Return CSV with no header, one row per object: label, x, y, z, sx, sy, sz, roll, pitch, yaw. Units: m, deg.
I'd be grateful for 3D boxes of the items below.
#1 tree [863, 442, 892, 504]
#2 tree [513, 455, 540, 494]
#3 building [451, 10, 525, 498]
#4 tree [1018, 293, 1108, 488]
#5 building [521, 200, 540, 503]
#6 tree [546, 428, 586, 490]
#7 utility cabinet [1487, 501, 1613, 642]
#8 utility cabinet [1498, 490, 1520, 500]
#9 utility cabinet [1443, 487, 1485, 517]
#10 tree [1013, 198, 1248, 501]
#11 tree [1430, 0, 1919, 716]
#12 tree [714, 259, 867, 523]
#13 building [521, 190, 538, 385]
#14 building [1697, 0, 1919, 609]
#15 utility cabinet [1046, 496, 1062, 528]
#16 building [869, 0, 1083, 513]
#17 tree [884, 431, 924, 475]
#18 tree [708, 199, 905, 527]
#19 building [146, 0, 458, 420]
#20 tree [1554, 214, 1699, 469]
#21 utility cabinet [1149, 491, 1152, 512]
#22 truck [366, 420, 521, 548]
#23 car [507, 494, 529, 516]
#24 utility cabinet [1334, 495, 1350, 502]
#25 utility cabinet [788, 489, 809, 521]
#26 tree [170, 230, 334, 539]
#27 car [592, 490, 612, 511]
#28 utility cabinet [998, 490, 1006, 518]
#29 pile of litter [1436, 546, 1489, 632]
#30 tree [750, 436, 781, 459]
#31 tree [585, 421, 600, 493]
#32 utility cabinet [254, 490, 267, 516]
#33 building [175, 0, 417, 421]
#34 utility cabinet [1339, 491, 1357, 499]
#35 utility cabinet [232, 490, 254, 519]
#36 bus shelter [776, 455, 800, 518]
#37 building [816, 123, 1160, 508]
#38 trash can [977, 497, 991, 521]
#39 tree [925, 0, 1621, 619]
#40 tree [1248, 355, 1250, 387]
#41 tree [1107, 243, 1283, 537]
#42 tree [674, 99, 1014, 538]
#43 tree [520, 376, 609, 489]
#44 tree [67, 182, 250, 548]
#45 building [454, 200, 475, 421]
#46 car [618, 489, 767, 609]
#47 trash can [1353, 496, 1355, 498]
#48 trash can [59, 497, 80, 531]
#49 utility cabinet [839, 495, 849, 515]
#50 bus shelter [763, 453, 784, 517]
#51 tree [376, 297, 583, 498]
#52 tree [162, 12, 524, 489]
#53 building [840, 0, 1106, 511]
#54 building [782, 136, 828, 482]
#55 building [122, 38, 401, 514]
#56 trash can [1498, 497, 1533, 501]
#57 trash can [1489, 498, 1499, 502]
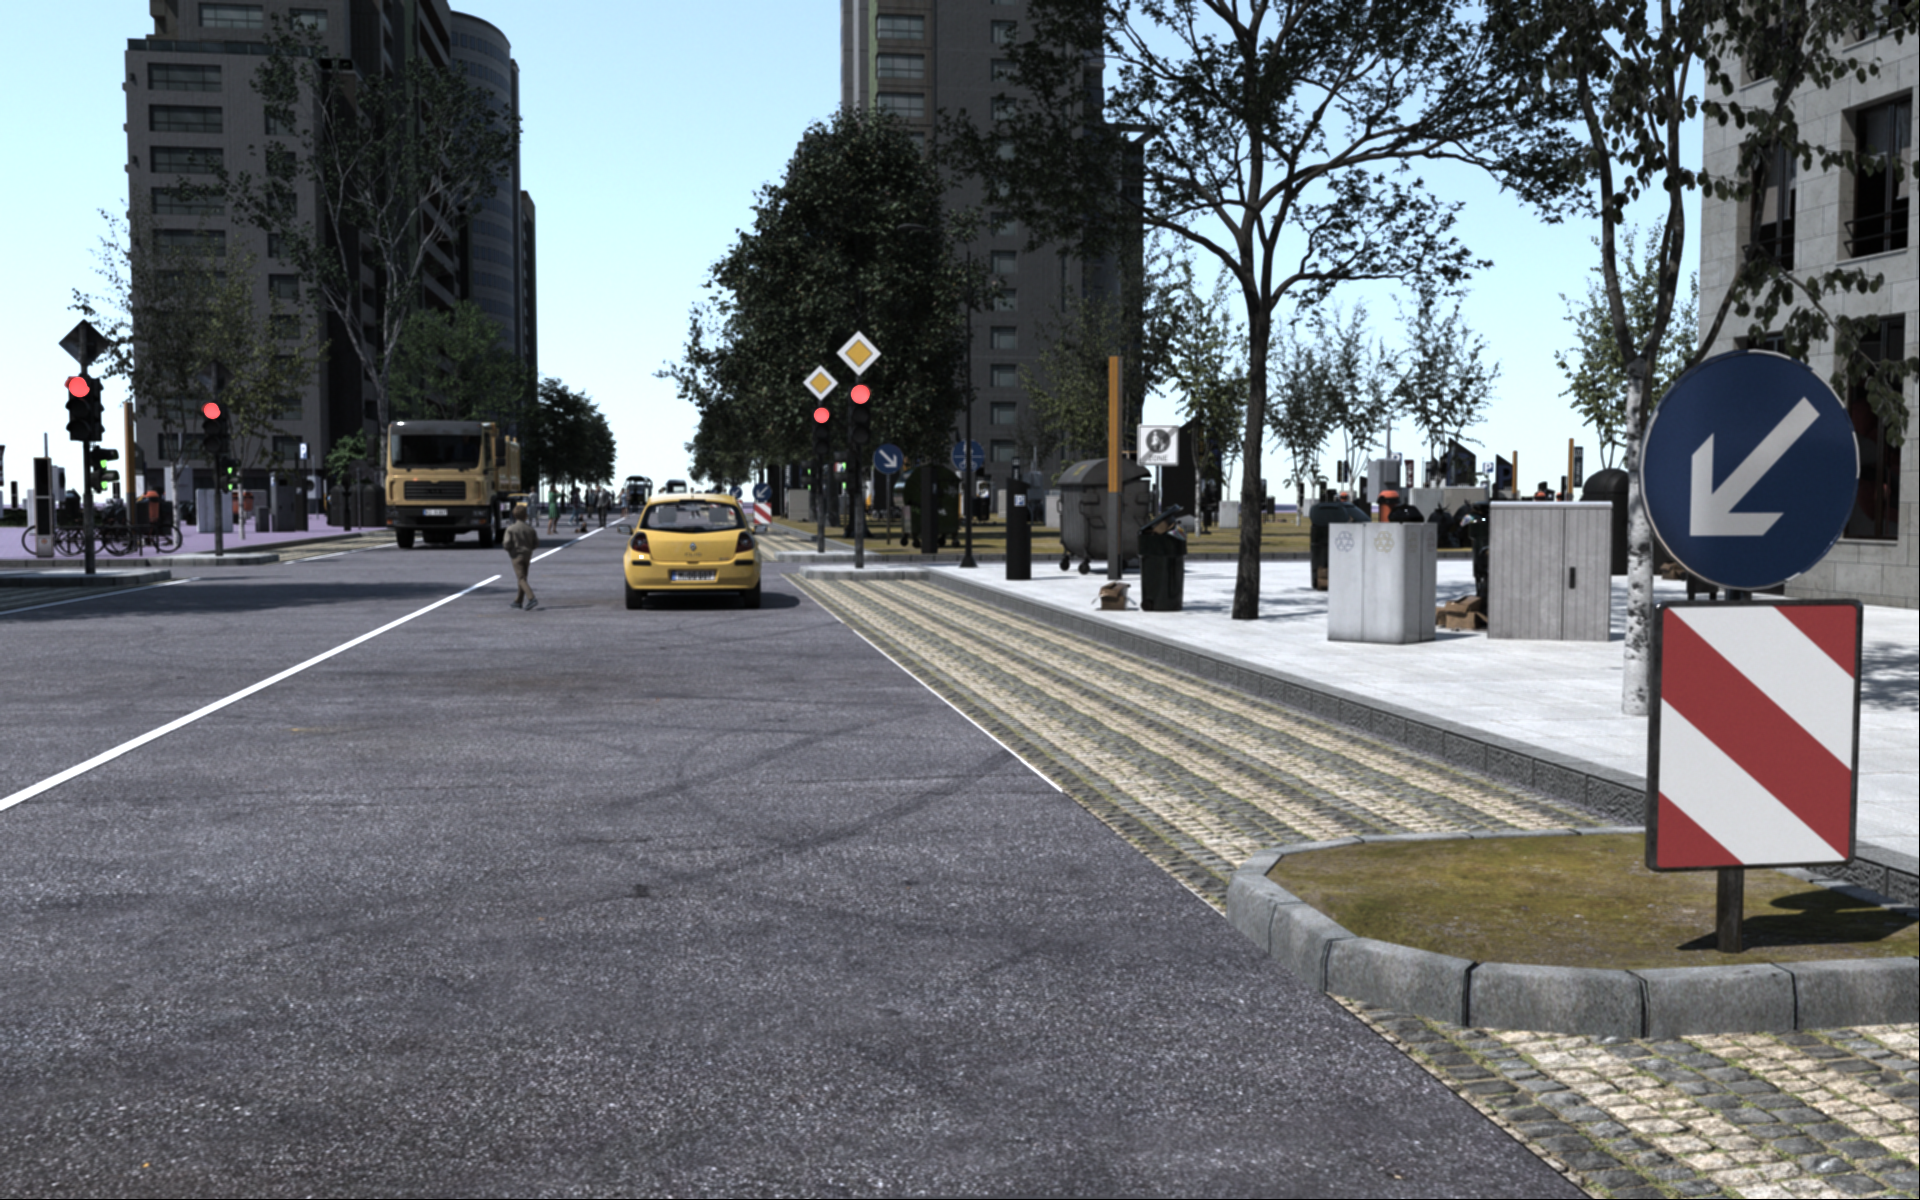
tree,-5.127,-8.886,95.644,4.360,8.622,3.978,0,3,0
tree,-35.899,-9.662,141.688,4.285,4.588,4.351,0,3,0
building,-65.314,-40.908,210.841,21.231,58.520,28.212,-1,4,-9
tree,4.482,-6.862,62.561,4.737,8.622,4.395,0,3,0
building,-64.548,-33.596,232.883,14.154,41.232,14.086,-1,4,-9
tree,-40.404,-13.844,176.716,4.360,8.622,3.978,0,3,0
utility cabinet,5.198,-0.252,15.278,1.020,1.237,0.306,1,4,19
utility cabinet,30.521,-5.364,96.383,1.173,1.500,0.318,0,4,1
utility cabinet,15.074,-2.640,51.836,1.173,1.500,0.318,0,4,2
tree,3.990,-5.583,41.653,4.360,8.622,3.978,0,3,0
tree,3.897,-3.623,9.592,4.360,8.622,3.978,0,3,0
tree,-6.957,-9.749,77.525,7.486,12.596,7.792,0,3,0
building,-67.965,-36.523,247.254,14.600,45.320,14.200,-1,4,-9
building,16.398,-9.827,15.427,10.420,20.320,16.860,-1,4,-9
utility cabinet,3.752,-3.375,66.344,0.306,1.237,1.020,-3,5,-44
building,0.407,-26.823,122.146,14.154,41.232,14.086,-1,4,-9
tree,-3.546,-9.864,111.642,4.737,8.622,4.395,0,3,0
tree,-4.999,-9.825,67.294,9.857,13.997,8.962,0,3,0
building,-54.760,-31.908,145.390,21.300,48.544,21.600,-1,4,-9
tree,18.280,-5.816,45.453,4.737,8.622,4.395,0,3,0
utility cabinet,12.295,-6.446,114.069,1.173,1.500,0.318,-3,4,-38
truck,-14.017,-3.198,48.211,3.469,3.379,9.791,-1,4,-9
car,-25.894,-5.593,101.670,2.015,1.641,3.980,-1,4,-10
utility cabinet,21.748,-5.329,98.294,1.020,1.237,0.306,-1,4,-14
utility cabinet,-7.613,-4.535,82.830,1.173,1.500,0.318,-1,4,-14
tree,-20.103,-6.007,48.570,4.737,8.622,4.395,0,3,0
car,-31.564,-8.737,151.523,2.281,1.827,5.304,-1,4,-9
utility cabinet,2.588,-5.058,91.374,1.173,1.500,0.318,2,4,29
pile of litter,4.969,-0.176,16.850,1.176,0.858,1.719,2,4,26
tree,-11.572,-9.722,109.313,4.737,8.622,4.395,0,3,0
tree,-31.923,-11.891,120.167,9.928,11.665,9.643,0,3,0
utility cabinet,-40.333,-5.546,99.357,0.318,1.500,1.173,2,4,28
building,-48.486,-27.217,128.590,14.154,41.232,14.086,-1,4,-9
utility cabinet,24.688,-6.211,110.228,0.318,1.500,1.173,-3,5,-41
utility cabinet,-36.449,-4.838,87.784,1.173,1.500,0.318,2,4,30
bus shelter,-8.775,-7.096,93.647,2.179,5.291,8.768,-1,4,-9
building,1.222,-29.310,171.094,32.217,40.220,23.993,-1,4,-9
trash can,1.104,-4.344,82.673,0.748,1.137,0.748,0,3,0
tree,3.277,-5.085,17.559,7.601,10.594,8.767,-1,4,-13
tree,13.507,-7.284,69.463,4.360,8.622,3.978,0,3,0
tree,7.366,-6.195,51.657,4.737,8.622,4.395,0,3,0
tree,-3.073,-8.177,50.697,9.611,12.733,9.660,0,3,0
tree,-38.965,-15.250,167.460,7.486,12.596,7.792,0,3,0
tree,-18.734,-5.546,41.043,4.360,8.622,3.978,0,3,0
building,-54.101,-24.035,164.677,14.160,30.474,14.107,-1,4,-9
car,-3.554,-0.785,23.057,2.015,1.641,3.980,-1,4,-9
trash can,23.548,-5.709,104.994,0.748,1.137,0.748,0,3,0
trash can,-31.362,-3.015,60.953,0.748,1.137,0.748,0,3,0
utility cabinet,-7.054,-5.814,106.215,1.020,1.237,0.306,-3,5,-42
bus shelter,-10.666,-6.745,101.570,1.731,3.624,6.357,-1,4,-9
tree,-26.801,-10.090,90.722,9.928,11.665,9.643,0,3,0
tree,-24.712,-13.102,70.112,12.611,20.169,13.585,0,3,0
building,0.634,-36.800,143.680,21.231,58.520,28.212,-1,4,-9
building,-12.306,-37.516,232.993,23.786,49.044,30.456,-1,4,-9
building,-45.578,-20.983,114.773,14.160,30.474,14.107,-1,4,-9
trash can,17.516,-2.610,54.326,0.748,1.137,0.748,0,3,0
trash can,21.367,-3.497,68.833,0.748,1.137,0.748,0,3,0
